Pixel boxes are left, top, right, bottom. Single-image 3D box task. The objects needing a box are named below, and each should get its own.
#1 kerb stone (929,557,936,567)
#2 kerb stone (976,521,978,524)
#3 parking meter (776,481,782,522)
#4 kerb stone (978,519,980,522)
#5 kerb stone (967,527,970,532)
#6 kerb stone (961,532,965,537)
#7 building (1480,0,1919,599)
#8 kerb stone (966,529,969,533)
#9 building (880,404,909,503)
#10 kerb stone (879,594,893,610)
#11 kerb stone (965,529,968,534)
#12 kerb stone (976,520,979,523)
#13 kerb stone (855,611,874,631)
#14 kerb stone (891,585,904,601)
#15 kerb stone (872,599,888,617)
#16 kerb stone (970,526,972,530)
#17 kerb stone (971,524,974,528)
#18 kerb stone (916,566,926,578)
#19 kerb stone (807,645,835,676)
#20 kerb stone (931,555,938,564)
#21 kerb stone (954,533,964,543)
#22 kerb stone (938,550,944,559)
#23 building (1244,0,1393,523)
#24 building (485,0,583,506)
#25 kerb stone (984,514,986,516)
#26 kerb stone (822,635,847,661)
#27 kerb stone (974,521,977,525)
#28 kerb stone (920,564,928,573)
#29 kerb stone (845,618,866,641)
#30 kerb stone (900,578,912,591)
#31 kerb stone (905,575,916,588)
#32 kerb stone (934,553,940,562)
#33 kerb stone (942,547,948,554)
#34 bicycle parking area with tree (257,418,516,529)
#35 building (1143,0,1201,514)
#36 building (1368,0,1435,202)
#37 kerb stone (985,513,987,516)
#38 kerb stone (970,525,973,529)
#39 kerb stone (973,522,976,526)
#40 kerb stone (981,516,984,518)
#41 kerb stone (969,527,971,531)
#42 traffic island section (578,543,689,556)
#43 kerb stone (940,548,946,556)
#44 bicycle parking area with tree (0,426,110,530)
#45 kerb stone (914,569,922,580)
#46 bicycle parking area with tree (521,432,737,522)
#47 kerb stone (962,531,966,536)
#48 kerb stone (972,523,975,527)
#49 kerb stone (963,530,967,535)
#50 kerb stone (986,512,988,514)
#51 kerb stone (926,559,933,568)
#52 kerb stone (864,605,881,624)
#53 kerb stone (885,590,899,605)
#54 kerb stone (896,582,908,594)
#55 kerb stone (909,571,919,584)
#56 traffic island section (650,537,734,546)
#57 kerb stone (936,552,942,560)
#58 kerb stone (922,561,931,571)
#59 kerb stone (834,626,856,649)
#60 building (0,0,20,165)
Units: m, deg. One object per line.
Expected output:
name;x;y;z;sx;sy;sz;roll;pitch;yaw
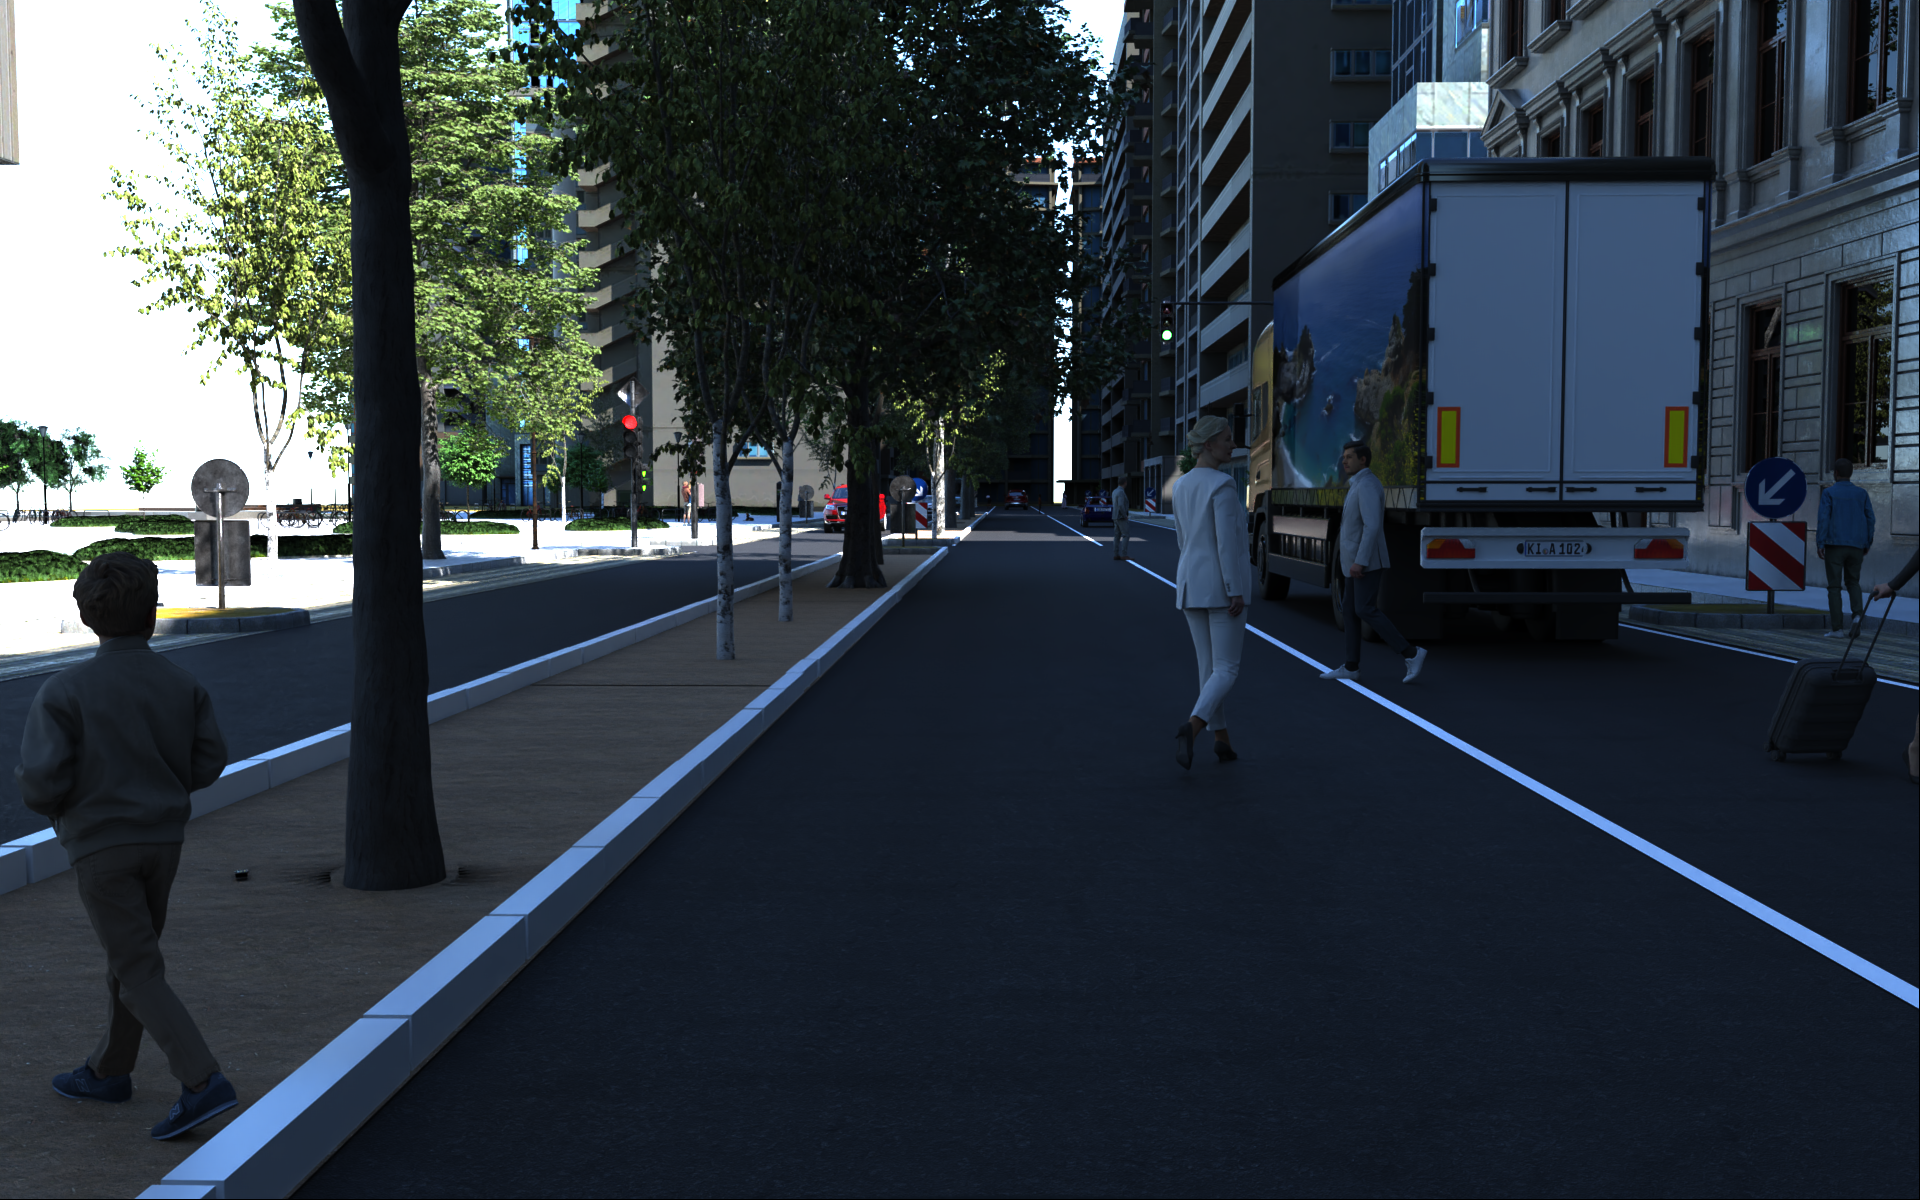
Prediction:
kerb stone;-0.599;-0.683;33.429;0.120;0.150;1.000;0;4;2
kerb stone;0.594;-3.290;75.991;0.120;0.150;1.000;0;4;2
parking meter;-8.226;-4.500;79.279;0.255;1.863;0.399;1;4;13
kerb stone;0.741;-3.603;81.110;0.120;0.150;1.000;0;4;2
kerb stone;0.203;-2.412;61.655;0.120;0.150;1.000;0;4;2
kerb stone;-0.010;-1.971;54.464;0.120;0.150;1.000;0;4;2
building;16.937;-11.850;29.910;11.583;22.565;21.152;0;4;2
kerb stone;0.142;-2.288;59.607;0.120;0.150;1.000;0;4;2
building;-12.777;-25.818;193.831;14.107;30.474;14.160;0;4;2
kerb stone;-0.941;0.064;21.150;0.120;0.150;1.000;0;4;2
kerb stone;0.108;-2.223;58.575;0.120;0.150;1.000;0;4;2
kerb stone;0.654;-3.415;78.036;0.120;0.150;1.000;0;4;2
kerb stone;-1.024;0.252;18.074;0.120;0.150;1.000;0;4;2
kerb stone;-0.870;-0.061;23.198;0.120;0.150;1.000;0;4;2
kerb stone;-0.967;0.127;20.126;0.120;0.150;1.000;0;4;2
kerb stone;0.288;-2.601;64.722;0.120;0.150;1.000;0;4;2
kerb stone;0.366;-2.789;67.790;0.120;0.150;1.000;0;4;2
kerb stone;-0.709;-0.437;29.336;0.120;0.150;1.000;0;4;2
kerb stone;-1.138;0.502;13.984;0.120;0.150;1.000;0;4;2
kerb stone;-0.560;-0.749;34.455;0.120;0.150;1.000;0;4;2
kerb stone;-0.033;-1.911;53.442;0.120;0.150;1.000;0;4;2
kerb stone;-0.478;-0.939;37.540;0.120;0.150;1.000;0;4;2
building;23.467;-28.136;83.721;21.300;48.544;21.600;0;4;2
building;-35.731;-53.586;188.800;31.000;86.520;22.319;0;4;2
kerb stone;1.261;-4.735;99.619;0.120;0.150;1.000;0;4;2
kerb stone;-1.110;0.440;15.006;0.120;0.150;1.000;0;4;2
kerb stone;0.567;-3.224;74.963;0.120;0.150;1.000;0;4;2
kerb stone;-0.686;-0.499;30.358;0.120;0.150;1.000;0;4;2
kerb stone;-1.053;0.315;17.052;0.120;0.150;1.000;0;4;2
kerb stone;-0.825;-0.187;25.246;0.120;0.150;1.000;0;4;2
kerb stone;-0.794;-0.249;26.268;0.120;0.150;1.000;0;4;2
kerb stone;-0.537;-0.813;35.487;0.120;0.150;1.000;0;4;2
kerb stone;-0.421;-1.064;39.588;0.120;0.150;1.000;0;4;2
bicycle parking area with tree;-22.955;-4.882;66.821;9.016;4.147;8.231;0;4;4
building;23.152;-41.214;112.101;20.563;71.187;20.611;0;4;2
building;27.366;-45.429;55.431;31.000;86.520;22.319;0;4;2
kerb stone;1.375;-4.986;103.717;0.120;0.150;1.000;0;4;2
kerb stone;0.309;-2.656;65.746;0.120;0.150;1.000;0;4;2
kerb stone;0.512;-3.101;72.915;0.120;0.150;1.000;0;4;2
kerb stone;1.055;-4.296;92.436;0.120;0.150;1.000;0;4;2
kerb stone;0.224;-2.476;62.679;0.120;0.150;1.000;0;4;2
traffic island section;-7.831;-1.179;41.558;2.009;0.180;2.903;0;4;2
kerb stone;-0.445;-1.001;38.562;0.120;0.150;1.000;0;4;2
bicycle parking area with tree;-39.961;-5.122;70.754;9.016;4.147;8.231;3;5;44
kerb stone;-0.743;-0.370;28.315;0.120;0.150;1.000;0;4;2
bicycle parking area with tree;-15.374;-5.758;81.143;8.231;4.147;9.016;2;4;33
kerb stone;0.024;-2.037;55.495;0.120;0.150;1.000;0;4;2
kerb stone;0.425;-2.914;69.835;0.120;0.150;1.000;0;4;2
kerb stone;0.077;-2.163;57.553;0.120;0.150;1.000;0;4;2
kerb stone;1.518;-5.297;108.841;0.120;0.150;1.000;0;4;2
kerb stone;-0.627;-0.624;32.401;0.120;0.150;1.000;0;4;2
kerb stone;-0.995;0.189;19.104;0.120;0.150;1.000;0;4;2
kerb stone;-0.909;0.001;22.171;0.120;0.150;1.000;0;4;2
kerb stone;-0.857;-0.122;24.220;0.120;0.150;1.000;0;4;2
kerb stone;-0.765;-0.312;27.293;0.120;0.150;1.000;0;4;2
traffic island section;-7.607;-1.667;49.540;2.009;0.180;2.903;0;4;2
kerb stone;-0.504;-0.876;36.516;0.120;0.150;1.000;0;4;2
kerb stone;-0.653;-0.561;31.379;0.120;0.150;1.000;0;4;2
kerb stone;-1.087;0.379;16.030;0.120;0.150;1.000;0;4;2
building;-34.383;-26.636;24.741;27.495;52.752;28.713;0;4;2
